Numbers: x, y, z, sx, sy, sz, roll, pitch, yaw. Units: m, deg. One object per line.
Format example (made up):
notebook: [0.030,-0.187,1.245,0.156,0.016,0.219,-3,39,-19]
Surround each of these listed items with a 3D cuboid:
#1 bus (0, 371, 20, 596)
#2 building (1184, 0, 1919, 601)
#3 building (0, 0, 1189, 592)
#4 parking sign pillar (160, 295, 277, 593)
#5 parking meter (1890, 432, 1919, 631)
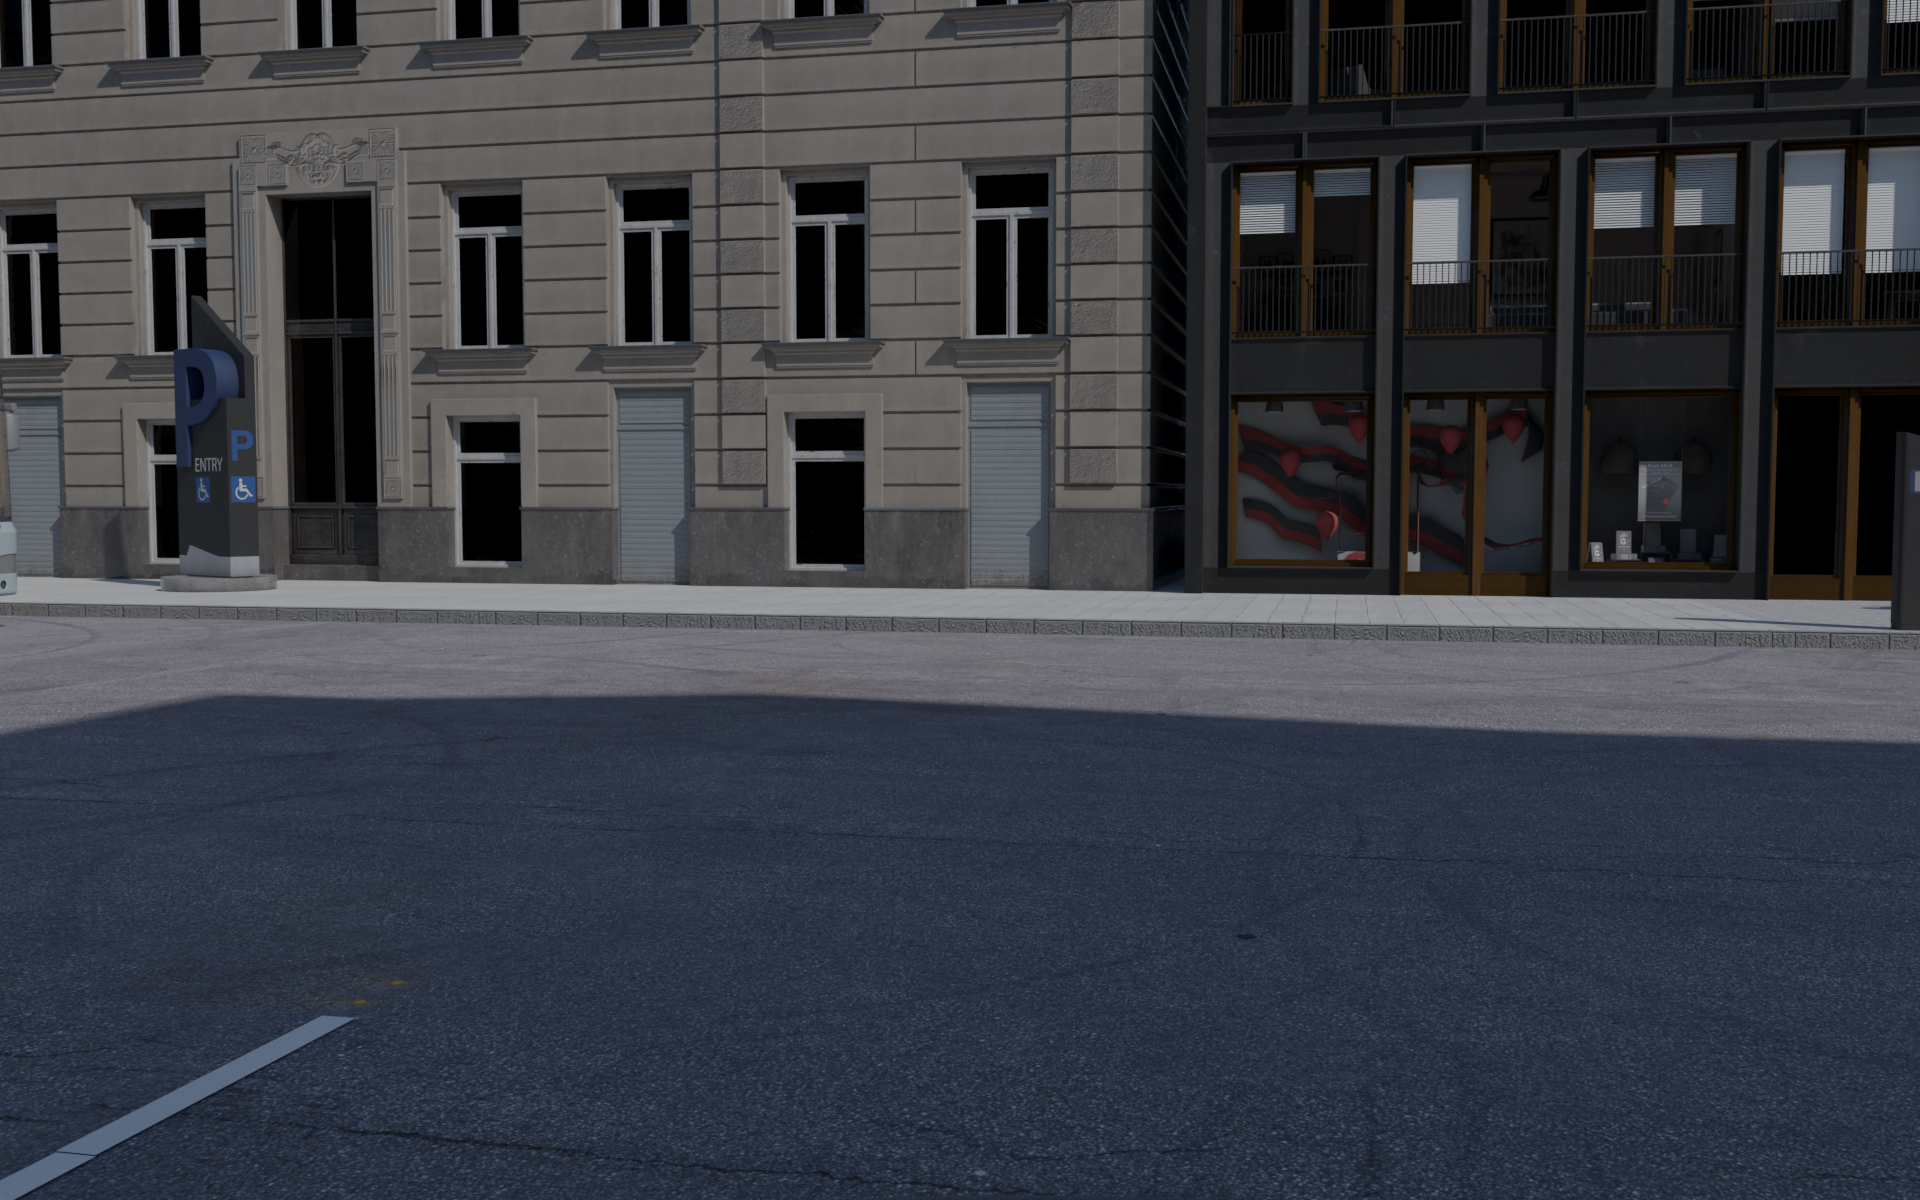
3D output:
bus: [-15.909,-1.437,18.356,13.247,3.499,2.948,1,4,11]
building: [11.954,-12.001,25.899,15.834,23.373,12.332,1,4,13]
building: [-8.059,-14.239,30.068,25.104,27.353,12.463,1,4,13]
parking sign pillar: [-9.949,-2.121,23.157,1.447,3.967,1.447,3,4,37]
parking meter: [9.031,-0.648,16.306,0.399,1.863,0.255,1,4,14]
